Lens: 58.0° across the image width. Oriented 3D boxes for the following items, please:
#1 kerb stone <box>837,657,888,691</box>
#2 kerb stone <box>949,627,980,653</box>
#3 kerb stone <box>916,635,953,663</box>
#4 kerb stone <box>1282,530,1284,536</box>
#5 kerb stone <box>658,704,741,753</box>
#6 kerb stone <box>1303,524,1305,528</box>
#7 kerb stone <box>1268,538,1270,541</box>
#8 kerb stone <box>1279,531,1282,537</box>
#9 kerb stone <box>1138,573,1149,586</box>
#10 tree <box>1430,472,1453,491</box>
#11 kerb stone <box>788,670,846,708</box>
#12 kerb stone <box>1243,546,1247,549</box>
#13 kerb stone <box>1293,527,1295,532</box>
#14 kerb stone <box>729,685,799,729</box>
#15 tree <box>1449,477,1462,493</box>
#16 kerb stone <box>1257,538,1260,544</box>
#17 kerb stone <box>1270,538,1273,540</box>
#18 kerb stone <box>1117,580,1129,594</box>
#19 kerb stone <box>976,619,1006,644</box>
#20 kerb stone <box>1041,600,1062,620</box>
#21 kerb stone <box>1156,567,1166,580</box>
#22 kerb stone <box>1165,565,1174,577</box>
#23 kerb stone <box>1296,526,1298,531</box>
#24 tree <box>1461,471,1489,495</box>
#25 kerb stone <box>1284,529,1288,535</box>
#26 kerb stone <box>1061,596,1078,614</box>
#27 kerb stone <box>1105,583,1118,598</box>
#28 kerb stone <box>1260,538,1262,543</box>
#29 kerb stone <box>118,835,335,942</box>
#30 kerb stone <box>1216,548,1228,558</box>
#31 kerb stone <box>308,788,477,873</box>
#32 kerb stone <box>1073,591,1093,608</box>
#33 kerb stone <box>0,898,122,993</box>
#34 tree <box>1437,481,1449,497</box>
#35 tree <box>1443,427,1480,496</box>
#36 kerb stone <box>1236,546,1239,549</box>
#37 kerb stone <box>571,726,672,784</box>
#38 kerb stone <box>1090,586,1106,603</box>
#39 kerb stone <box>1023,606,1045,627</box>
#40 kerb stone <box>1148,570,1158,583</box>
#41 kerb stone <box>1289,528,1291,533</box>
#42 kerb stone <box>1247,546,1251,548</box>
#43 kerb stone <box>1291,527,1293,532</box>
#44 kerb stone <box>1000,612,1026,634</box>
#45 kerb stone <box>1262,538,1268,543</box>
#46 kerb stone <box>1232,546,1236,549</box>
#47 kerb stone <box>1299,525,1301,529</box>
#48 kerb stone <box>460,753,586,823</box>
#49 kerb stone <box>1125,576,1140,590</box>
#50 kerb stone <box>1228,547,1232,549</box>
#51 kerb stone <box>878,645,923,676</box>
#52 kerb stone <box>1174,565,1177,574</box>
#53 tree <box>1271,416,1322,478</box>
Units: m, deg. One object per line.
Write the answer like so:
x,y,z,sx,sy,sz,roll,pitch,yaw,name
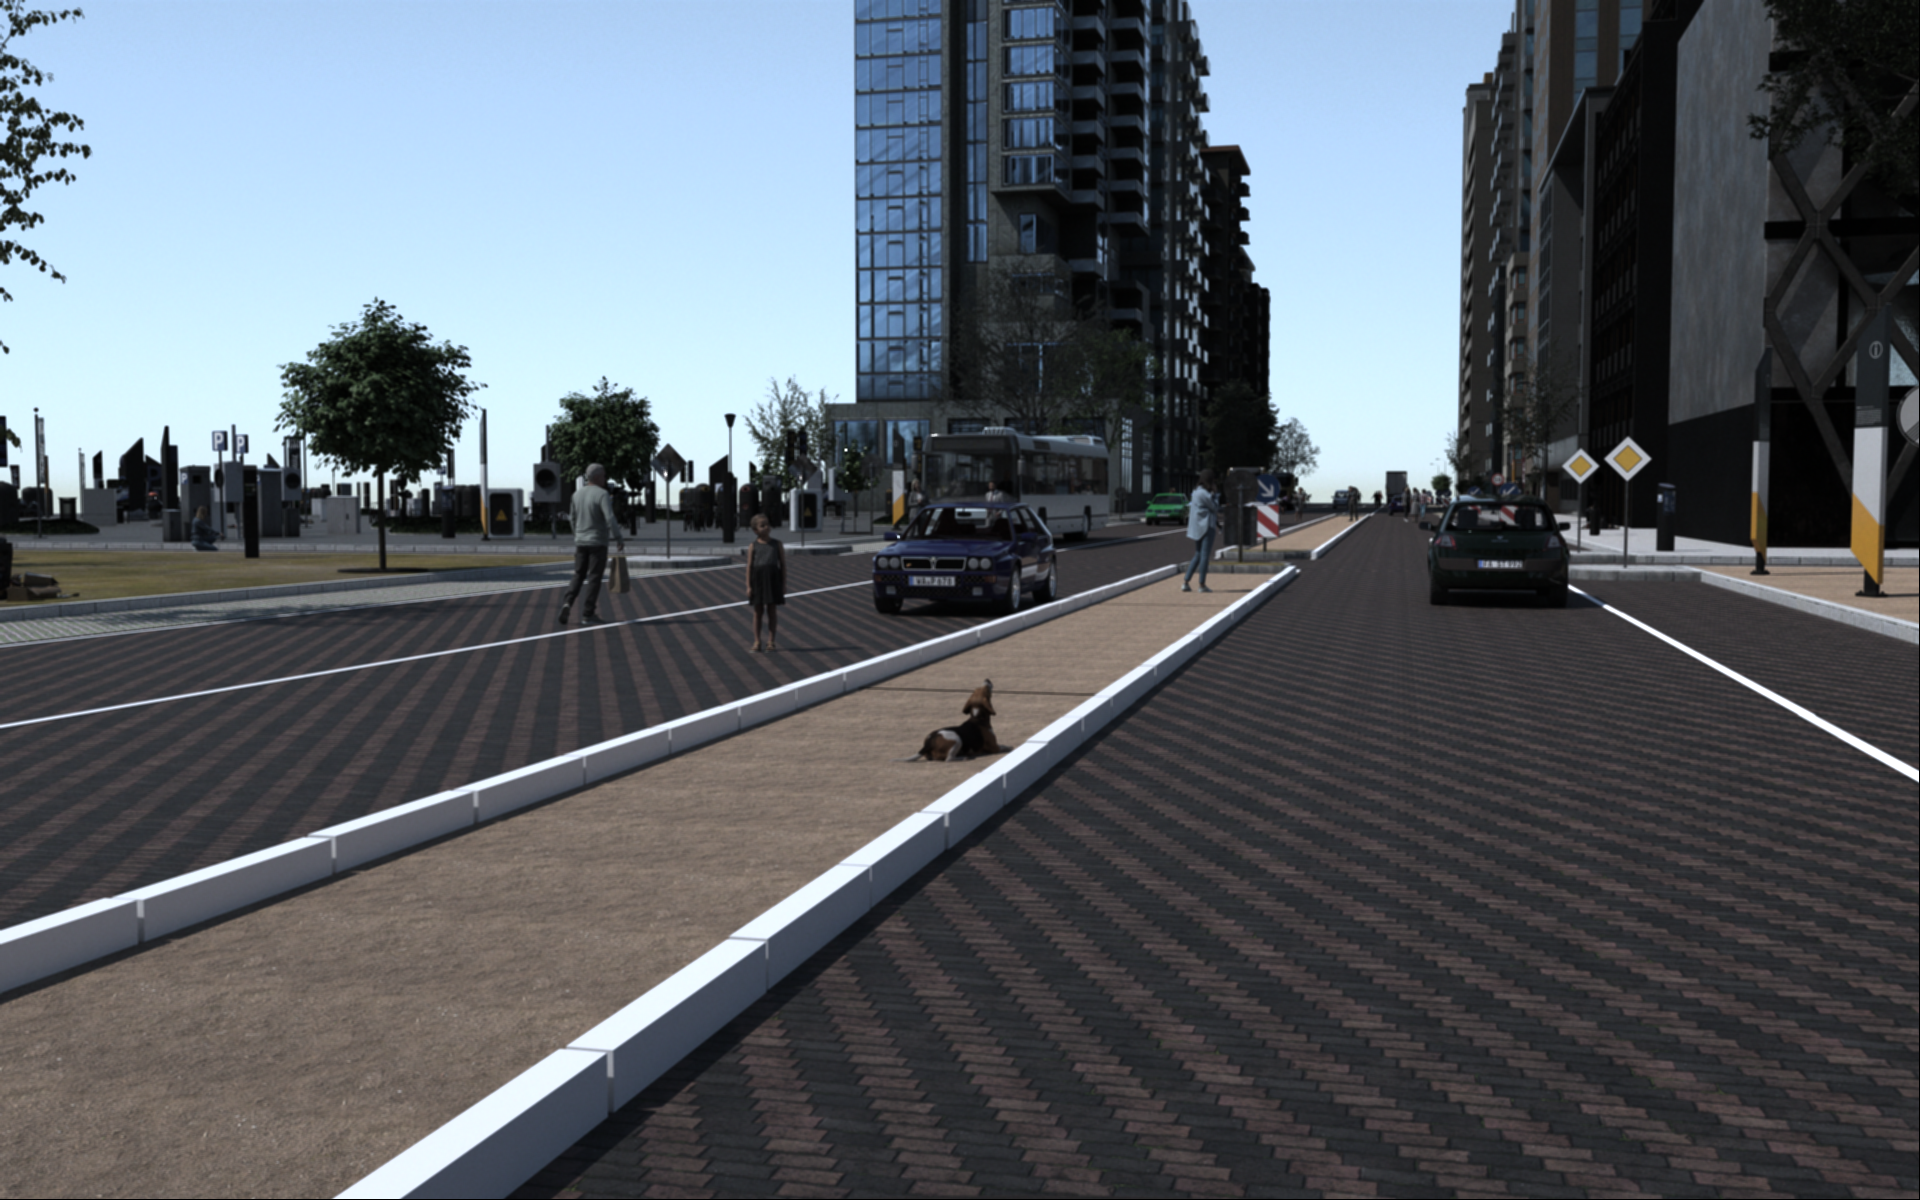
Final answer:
-0.758,0.564,12.968,0.120,0.150,1.000,1,4,14,kerb stone
-0.015,0.386,15.946,0.120,0.150,1.000,1,4,14,kerb stone
-0.263,0.443,14.954,0.120,0.150,1.000,1,4,14,kerb stone
10.696,-2.203,58.218,0.120,0.150,1.000,1,4,14,kerb stone
-1.518,0.747,9.981,0.120,0.150,1.000,1,4,14,kerb stone
13.975,-2.994,71.140,0.120,0.150,1.000,1,4,14,kerb stone
9.186,-1.837,52.250,0.120,0.150,1.000,1,4,14,kerb stone
10.453,-2.142,57.225,0.120,0.150,1.000,1,4,14,kerb stone
2.762,-0.286,26.891,0.120,0.150,1.000,1,4,14,kerb stone
71.149,-16.634,255.677,4.285,4.588,4.351,0,3,0,tree
-1.017,0.625,11.976,0.120,0.150,1.000,1,4,14,kerb stone
7.180,-1.352,44.311,0.120,0.150,1.000,1,4,14,kerb stone
12.217,-2.569,64.192,0.120,0.150,1.000,1,4,14,kerb stone
-1.263,0.687,10.972,0.120,0.150,1.000,1,4,14,kerb stone
51.845,-11.248,178.503,1.663,3.219,1.824,0,3,0,tree
8.188,-1.595,48.280,0.120,0.150,1.000,1,4,14,kerb stone
9.438,-1.899,53.249,0.120,0.150,1.000,1,4,14,kerb stone
2.261,-0.158,24.898,0.120,0.150,1.000,1,4,14,kerb stone
0.254,0.321,16.939,0.120,0.150,1.000,1,4,14,kerb stone
0.993,0.139,19.919,0.120,0.150,1.000,1,4,14,kerb stone
3.269,-0.409,28.884,0.120,0.150,1.000,1,4,14,kerb stone
3.519,-0.470,29.875,0.120,0.150,1.000,1,4,14,kerb stone
12.715,-2.690,66.176,0.120,0.150,1.000,1,4,14,kerb stone
40.467,-8.591,135.066,1.663,3.219,1.824,0,3,0,tree
11.208,-2.325,60.208,0.120,0.150,1.000,1,4,14,kerb stone
1.250,0.083,20.920,0.120,0.150,1.000,1,4,14,kerb stone
2.010,-0.105,23.907,0.120,0.150,1.000,1,4,14,kerb stone
8.430,-1.655,49.274,0.120,0.150,1.000,1,4,14,kerb stone
-2.526,0.995,5.998,0.120,0.150,1.000,1,4,14,kerb stone
5.917,-1.048,39.334,0.120,0.150,1.000,1,4,14,kerb stone
-2.278,0.929,7.000,0.120,0.150,1.000,1,4,14,kerb stone
1.501,0.017,21.916,0.120,0.150,1.000,1,4,14,kerb stone
-2.780,1.051,5.005,0.120,0.150,1.000,1,4,14,kerb stone
68.205,-15.329,245.230,1.663,3.219,1.824,0,3,0,tree
55.143,-14.684,190.438,4.360,8.622,3.978,0,3,0,tree
6.680,-1.227,42.321,0.120,0.150,1.000,1,4,14,kerb stone
-1.770,0.808,8.987,0.120,0.150,1.000,1,4,14,kerb stone
1.756,-0.043,22.906,0.120,0.150,1.000,1,4,14,kerb stone
0.747,0.202,18.926,0.120,0.150,1.000,1,4,14,kerb stone
3.020,-0.343,27.893,0.120,0.150,1.000,1,4,14,kerb stone
11.707,-2.446,62.193,0.120,0.150,1.000,1,4,14,kerb stone
7.432,-1.413,45.302,0.120,0.150,1.000,1,4,14,kerb stone
11.962,-2.508,63.194,0.120,0.150,1.000,1,4,14,kerb stone
0.493,0.261,17.935,0.120,0.150,1.000,1,4,14,kerb stone
8.935,-1.772,51.258,0.120,0.150,1.000,1,4,14,kerb stone
6.422,-1.170,41.326,0.120,0.150,1.000,1,4,14,kerb stone
13.218,-2.811,68.165,0.120,0.150,1.000,1,4,14,kerb stone
-2.020,0.869,7.996,0.120,0.150,1.000,1,4,14,kerb stone
2.514,-0.226,25.891,0.120,0.150,1.000,1,4,14,kerb stone
6.176,-1.105,40.323,0.120,0.150,1.000,1,4,14,kerb stone
-0.512,0.504,13.960,0.120,0.150,1.000,1,4,14,kerb stone
3.772,-0.531,30.871,0.120,0.150,1.000,1,4,14,kerb stone
51.327,-21.986,269.834,12.009,13.543,11.850,0,3,0,tree
